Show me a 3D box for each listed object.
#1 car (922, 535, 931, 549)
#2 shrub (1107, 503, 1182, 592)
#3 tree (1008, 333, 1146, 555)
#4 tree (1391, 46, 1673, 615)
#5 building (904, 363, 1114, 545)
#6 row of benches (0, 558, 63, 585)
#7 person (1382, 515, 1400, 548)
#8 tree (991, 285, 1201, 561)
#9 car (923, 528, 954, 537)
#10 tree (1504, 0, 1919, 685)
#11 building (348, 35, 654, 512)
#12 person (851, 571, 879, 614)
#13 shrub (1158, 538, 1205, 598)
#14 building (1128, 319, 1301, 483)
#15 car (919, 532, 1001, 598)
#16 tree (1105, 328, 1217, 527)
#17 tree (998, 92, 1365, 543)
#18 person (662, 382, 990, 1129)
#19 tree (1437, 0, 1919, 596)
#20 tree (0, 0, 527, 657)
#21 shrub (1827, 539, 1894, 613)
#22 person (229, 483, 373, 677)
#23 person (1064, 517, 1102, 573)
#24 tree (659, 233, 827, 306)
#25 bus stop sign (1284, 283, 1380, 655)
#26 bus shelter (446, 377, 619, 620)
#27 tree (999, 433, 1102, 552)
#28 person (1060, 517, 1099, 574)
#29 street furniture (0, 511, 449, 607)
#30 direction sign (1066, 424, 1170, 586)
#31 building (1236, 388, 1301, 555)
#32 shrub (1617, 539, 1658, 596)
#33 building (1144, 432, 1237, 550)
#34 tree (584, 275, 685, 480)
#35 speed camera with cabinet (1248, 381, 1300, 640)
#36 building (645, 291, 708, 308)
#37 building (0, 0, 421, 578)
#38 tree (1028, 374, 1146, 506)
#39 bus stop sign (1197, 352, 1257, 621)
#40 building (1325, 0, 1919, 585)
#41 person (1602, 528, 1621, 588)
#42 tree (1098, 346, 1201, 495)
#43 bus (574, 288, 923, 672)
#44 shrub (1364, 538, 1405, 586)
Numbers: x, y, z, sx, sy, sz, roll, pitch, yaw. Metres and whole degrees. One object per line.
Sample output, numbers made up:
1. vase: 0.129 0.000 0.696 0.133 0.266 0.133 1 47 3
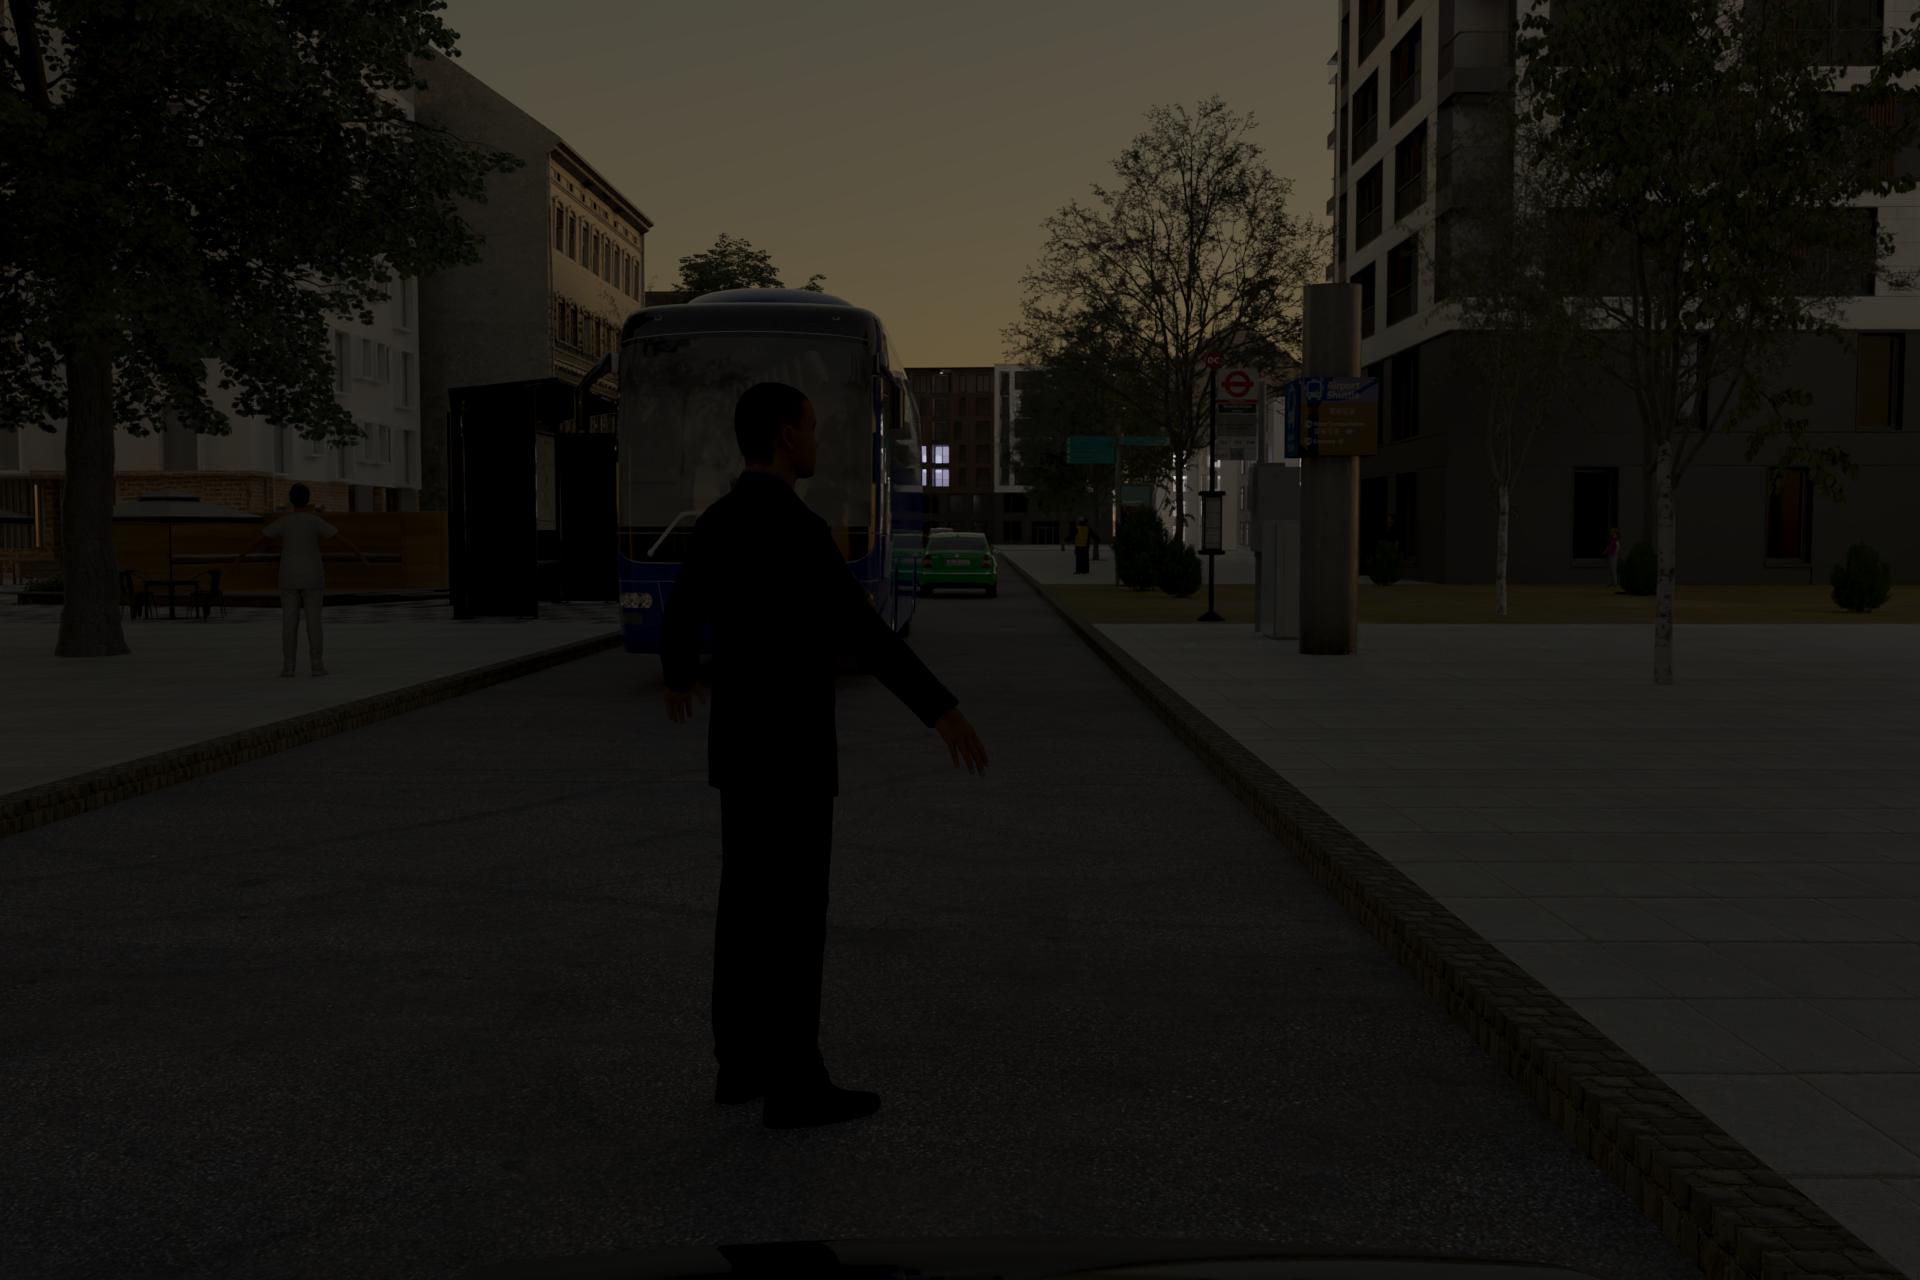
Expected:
1. car: -0.427 -2.666 53.380 2.009 1.686 4.222 0 3 0
2. shrub: 4.143 -2.101 38.769 1.690 2.028 1.600 0 3 0
3. tree: 7.322 -12.247 106.898 9.857 13.997 8.962 0 3 0
4. tree: 8.343 -4.700 27.203 4.360 8.622 3.978 0 3 0
5. building: 3.277 -22.886 220.610 32.646 21.610 27.936 0 4 6
6. row of benches: -23.556 -1.751 44.099 4.104 0.672 1.422 -3 5 -43
7. person: 11.717 -2.508 47.139 0.704 1.812 1.346 0 4 -7
8. tree: 6.691 -10.596 83.610 12.009 13.543 11.850 0 3 0
9. car: -1.174 -6.160 109.395 2.281 1.827 5.304 0 4 0
10. tree: 6.090 -3.911 14.316 4.737 8.622 4.395 0 3 0
11. building: -24.771 -14.961 75.542 19.493 23.208 18.063 0 4 1
12. person: -1.198 -0.146 11.118 1.348 1.796 0.705 0 4 3
13. shrub: 4.454 -1.454 34.887 1.383 1.207 1.383 0 3 0
14. building: 28.218 -21.701 185.744 19.493 23.208 18.063 0 4 0
15. car: -0.030 -1.917 40.134 1.959 1.807 4.718 0 4 1
16. tree: 6.825 -6.778 61.183 4.737 8.622 4.395 0 3 0
17. tree: 6.254 -8.464 48.757 12.009 13.543 11.850 0 3 0
18. person: -0.436 0.268 4.304 0.704 1.802 1.346 -3 4 -38
19. tree: 14.588 -7.696 36.207 12.009 13.543 11.850 0 3 0
20. tree: -9.245 -6.816 18.091 9.857 13.997 8.962 0 3 0
21. shrub: 14.700 -1.050 28.288 1.383 1.207 1.383 0 3 0
22. person: -5.957 -0.545 15.679 1.217 1.739 0.721 -1 4 -18
23. person: 4.056 -3.113 56.825 1.347 1.837 0.705 -1 4 -18
24. tree: -8.891 -10.196 73.354 9.857 13.997 8.962 0 3 0
25. bus stop sign: 3.956 -1.804 18.516 0.837 3.901 0.837 0 4 0
26. bus shelter: -6.831 -2.308 29.019 1.731 3.624 6.357 0 4 1
27. tree: 7.358 -11.675 125.304 8.767 10.594 7.601 -1 4 -20
28. person: 3.855 -3.017 55.299 1.349 1.833 0.705 -1 4 -23
29. street furniture: -13.741 -1.726 35.072 11.010 1.723 9.812 1 4 15
30. direction sign: 3.861 -3.240 41.740 2.525 3.948 1.411 0 4 -1
31. building: 22.209 -9.552 98.328 9.099 9.664 28.070 0 4 1
32. shrub: 14.100 -1.513 35.847 1.383 1.207 1.383 0 3 0
33. building: 21.984 -13.018 154.990 9.099 9.664 28.070 0 4 1
34. tree: -9.303 -6.086 49.870 4.360 8.622 3.978 0 3 0
35. speed camera with cabinet: 4.094 -1.682 21.844 0.660 3.252 2.038 0 4 1
36. building: -25.778 -19.467 162.264 27.936 21.610 32.646 0 4 1
37. building: -25.250 -11.928 51.447 16.016 20.090 11.380 0 4 1
38. tree: 7.242 -9.847 95.418 7.601 10.594 8.767 -1 4 -15
39. bus stop sign: 3.936 -2.252 25.520 0.855 3.939 0.416 0 4 0
40. building: 26.321 -13.171 59.323 27.936 21.610 32.646 0 4 0
41. person: 15.545 -1.964 41.380 0.599 1.433 0.991 0 4 4
42. tree: 7.256 -7.260 69.069 4.737 8.622 4.395 0 3 0
43. bus: -1.889 -1.814 21.205 2.896 3.916 12.251 0 4 0
44. shrub: 10.486 -1.934 42.743 1.383 1.207 1.383 0 3 0
